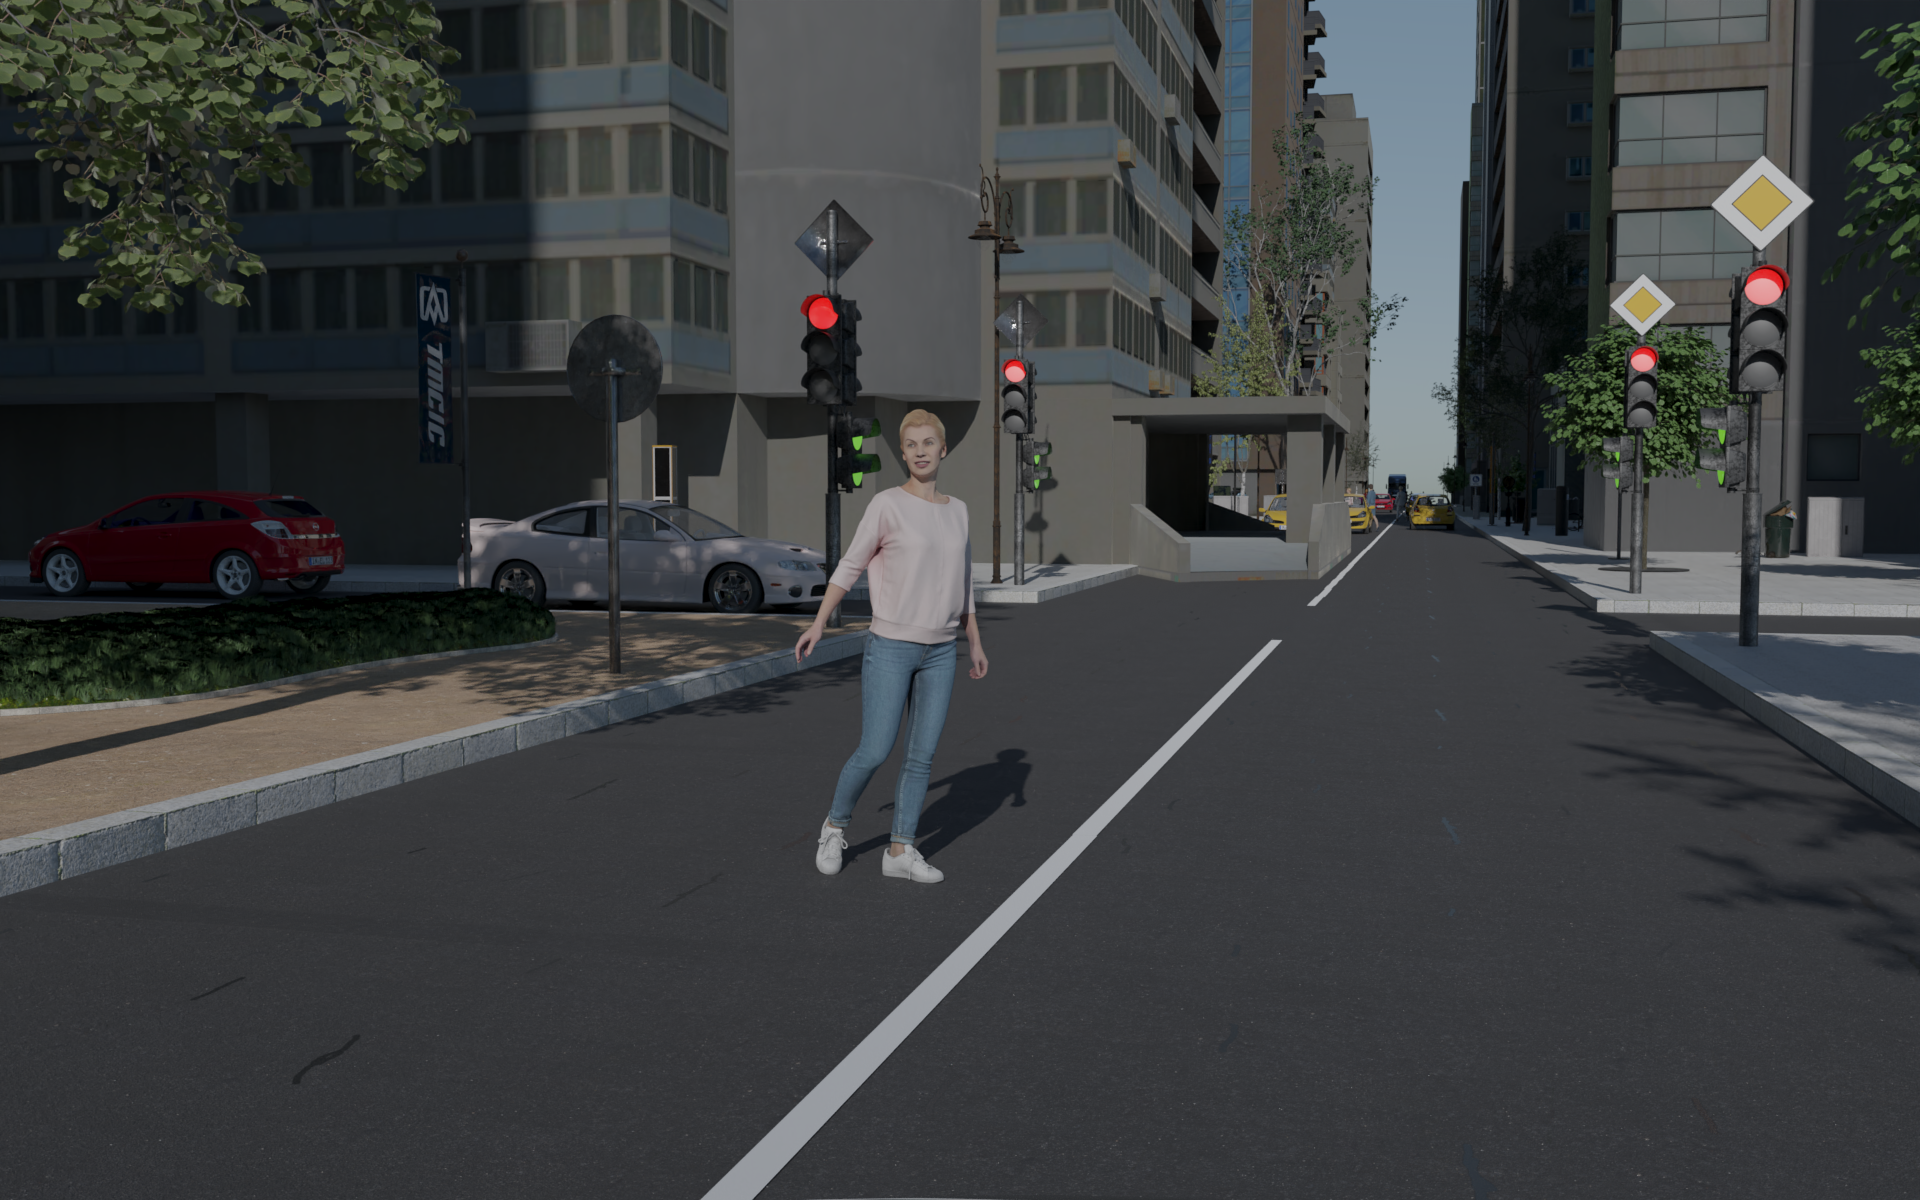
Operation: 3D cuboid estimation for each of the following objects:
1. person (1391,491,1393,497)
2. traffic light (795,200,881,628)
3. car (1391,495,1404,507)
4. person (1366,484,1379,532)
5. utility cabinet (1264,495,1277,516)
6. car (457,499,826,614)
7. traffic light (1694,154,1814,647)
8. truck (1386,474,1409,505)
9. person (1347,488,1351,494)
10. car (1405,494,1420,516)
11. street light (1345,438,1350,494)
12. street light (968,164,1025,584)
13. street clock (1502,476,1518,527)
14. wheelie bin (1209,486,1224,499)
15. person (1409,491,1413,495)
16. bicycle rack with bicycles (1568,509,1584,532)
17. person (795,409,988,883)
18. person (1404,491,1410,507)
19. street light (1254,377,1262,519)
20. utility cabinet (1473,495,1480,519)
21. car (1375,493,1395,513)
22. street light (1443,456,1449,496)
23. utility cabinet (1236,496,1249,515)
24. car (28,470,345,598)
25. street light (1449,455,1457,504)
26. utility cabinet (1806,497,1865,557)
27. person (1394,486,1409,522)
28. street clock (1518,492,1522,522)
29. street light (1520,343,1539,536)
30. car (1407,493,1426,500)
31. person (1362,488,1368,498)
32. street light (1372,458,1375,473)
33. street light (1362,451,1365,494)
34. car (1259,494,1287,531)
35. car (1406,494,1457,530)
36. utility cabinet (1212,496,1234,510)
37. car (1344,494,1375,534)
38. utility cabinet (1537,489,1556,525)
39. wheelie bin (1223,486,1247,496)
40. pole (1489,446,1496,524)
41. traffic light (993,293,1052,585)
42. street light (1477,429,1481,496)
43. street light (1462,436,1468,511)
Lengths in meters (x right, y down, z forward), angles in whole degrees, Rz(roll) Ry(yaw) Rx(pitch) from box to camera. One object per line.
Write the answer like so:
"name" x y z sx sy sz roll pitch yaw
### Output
"person" 50.335 -11.796 202.072 0.721 1.735 1.217 0 4 -3
"traffic light" -1.203 -1.692 16.578 0.839 4.253 0.868 1 4 15
"car" 49.978 -11.336 197.921 1.945 1.354 3.894 1 4 15
"person" 15.670 -3.509 65.901 0.581 1.822 0.654 -2 4 -27
"utility cabinet" 16.063 -4.784 89.377 0.306 1.237 1.020 -2 4 -24
"car" -3.814 -0.551 21.378 4.827 1.381 2.083 1 4 15
"traffic light" 6.640 -1.565 14.514 0.839 4.253 0.868 1 4 15
"truck" 60.305 -15.227 238.725 2.967 4.110 18.799 1 4 14
"person" 19.736 -4.814 87.886 0.598 1.740 0.731 -3 5 -41
"car" 30.288 -6.355 114.130 2.015 1.641 3.980 1 4 16
"street light" 31.233 -10.229 140.028 0.468 5.910 1.993 1 4 15
"street light" 0.526 -3.173 24.662 0.468 5.910 1.993 1 4 15
"street clock" 21.665 -3.904 68.408 0.471 2.002 0.358 1 4 22
"wheelie bin" 14.349 -5.401 96.220 0.980 1.594 0.693 -2 4 -34
"person" 58.312 -13.165 223.765 1.348 1.821 0.705 2 4 27
"bicycle rack with bicycles" 22.199 -2.813 59.370 2.925 0.926 2.852 2 4 34
"person" -0.322 0.167 6.447 0.598 1.740 0.731 3 5 44
"person" 48.219 -10.902 187.454 1.217 1.736 0.721 -1 4 -9
"street light" 11.223 -5.645 65.076 0.468 5.910 1.993 1 4 15
"utility cabinet" 26.377 -4.724 88.404 0.306 1.237 1.020 1 4 20
"car" 32.578 -7.645 134.029 2.155 1.783 4.494 1 4 14
"street light" 58.492 -14.364 207.645 0.468 5.910 1.993 1 4 15
"utility cabinet" 8.955 -2.677 54.936 0.306 1.237 1.020 0 4 5
"car" -11.012 -0.950 24.575 4.494 1.783 2.155 1 4 14
"street light" 47.934 -11.929 167.833 0.468 5.910 1.993 1 4 15
"utility cabinet" 17.847 -1.478 35.319 1.020 1.237 0.306 1 4 20
"person" 22.659 -4.922 88.855 0.818 1.842 0.514 3 4 36
"street clock" 25.033 -4.478 77.784 0.358 2.002 0.471 2 4 27
"street light" 17.506 -4.926 53.330 0.468 5.910 1.993 1 4 15
"car" 36.314 -7.779 136.776 1.945 1.707 3.694 1 4 13
"person" 28.977 -7.037 123.521 1.348 1.831 0.705 -1 4 -17
"street light" 52.378 -15.095 219.594 0.468 5.910 1.993 1 4 15
"street light" 41.706 -12.626 179.229 0.468 5.910 1.993 1 4 15
"car" 10.102 -2.574 52.305 2.015 1.641 3.980 1 4 16
"car" 19.060 -3.654 69.971 2.015 1.641 3.980 1 4 13
"utility cabinet" 8.995 -2.873 58.135 1.020 1.237 0.306 0 4 1
"car" 14.209 -3.260 63.530 2.015 1.641 3.980 1 4 16
"utility cabinet" 23.942 -3.748 69.957 1.173 1.500 0.318 2 4 34
"wheelie bin" 13.567 -4.680 84.418 0.693 1.594 0.980 -3 5 -43
"pole" 22.562 -4.865 73.382 0.158 3.312 0.155 0 3 0
"traffic light" 0.851 -2.164 24.295 0.839 4.253 0.868 1 4 15
"street light" 28.328 -7.439 94.417 0.468 5.910 1.993 1 4 15
"street light" 37.123 -9.459 127.438 0.468 5.910 1.993 1 4 15
